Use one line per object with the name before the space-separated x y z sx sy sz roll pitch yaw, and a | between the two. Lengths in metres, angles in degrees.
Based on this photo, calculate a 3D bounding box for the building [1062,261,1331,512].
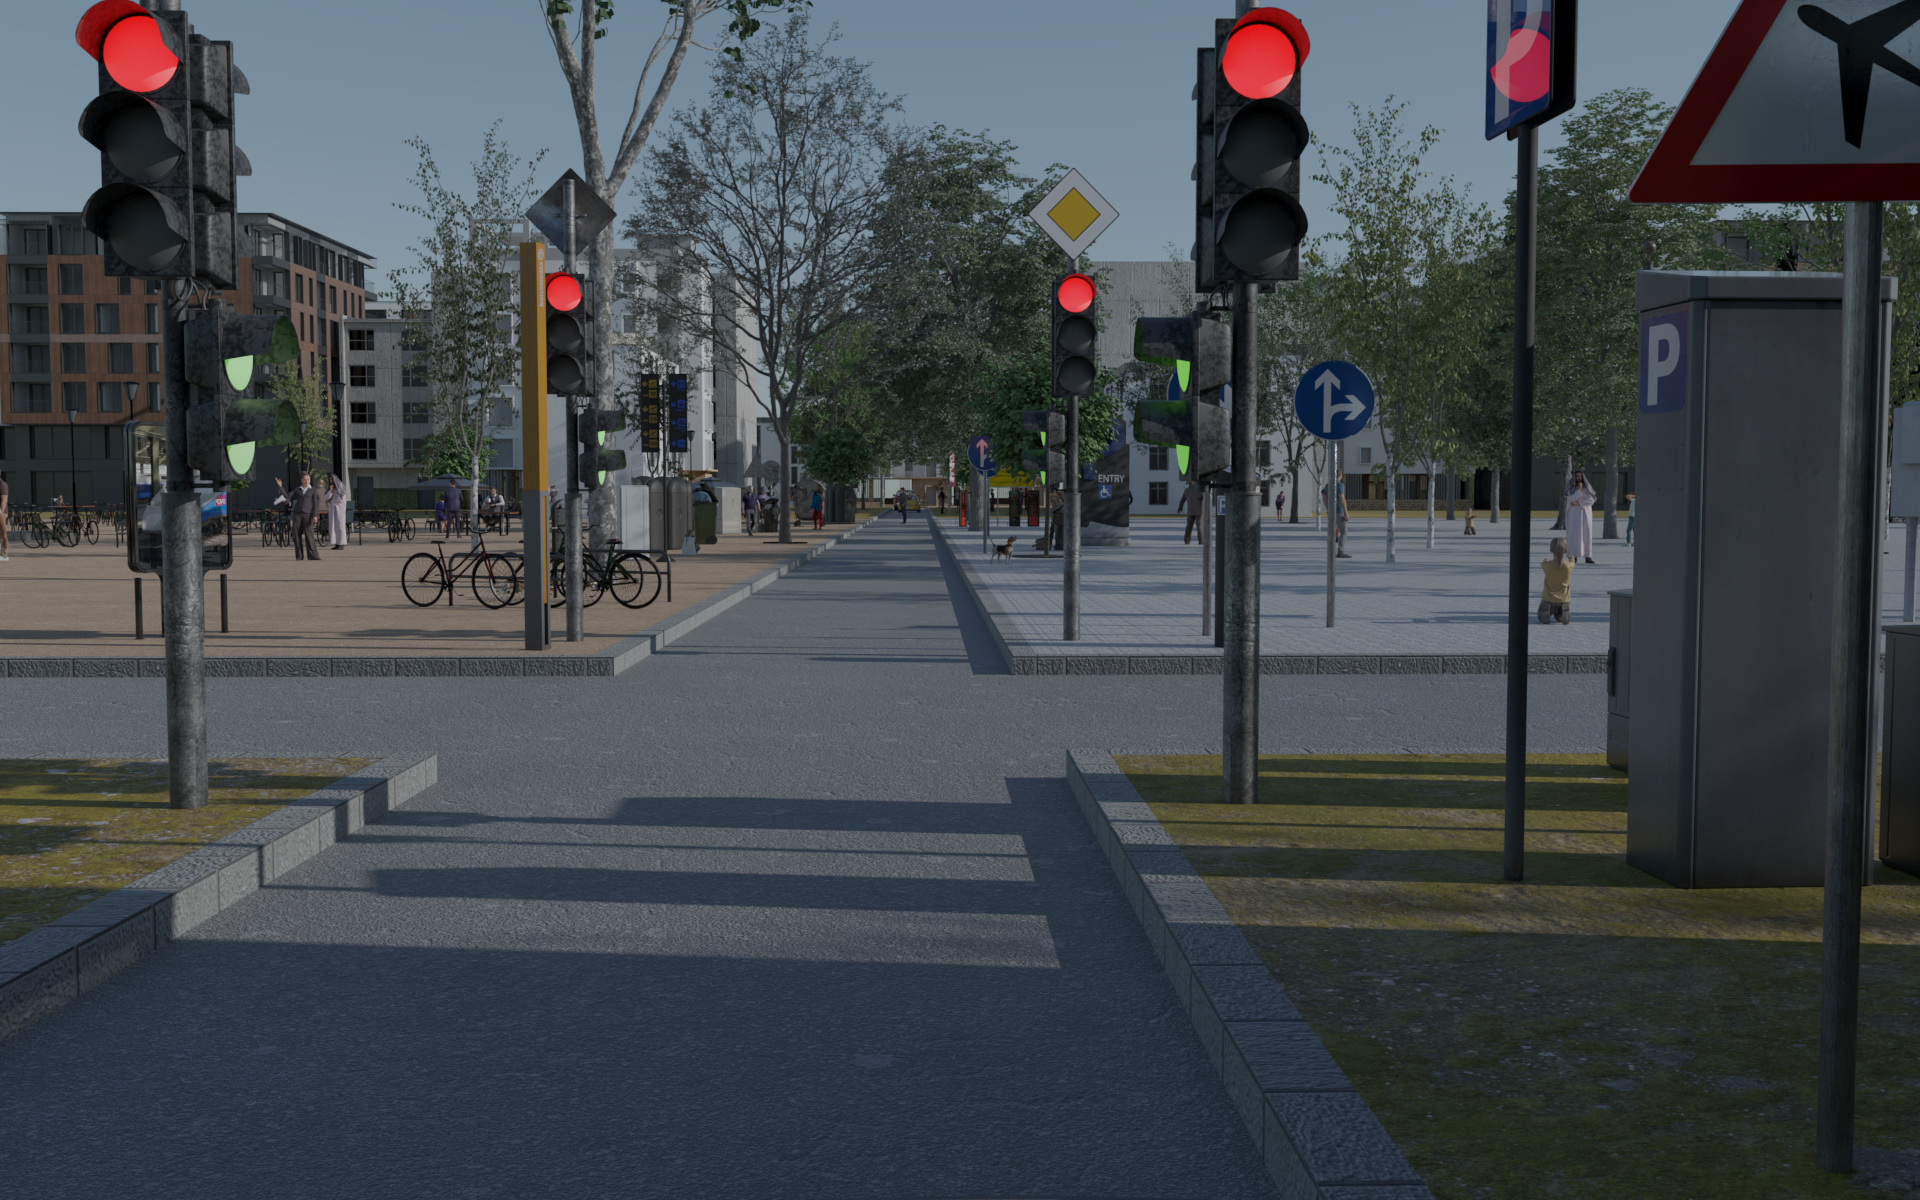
building | 17.985 -16.754 140.389 16.747 18.905 31.486 0 4 -1

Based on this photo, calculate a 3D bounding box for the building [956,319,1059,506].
building | 4.832 -20.569 192.725 11.380 20.091 16.016 0 4 -1

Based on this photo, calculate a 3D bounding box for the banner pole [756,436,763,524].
banner pole | -8.689 -5.193 74.927 0.401 3.779 0.863 0 4 5

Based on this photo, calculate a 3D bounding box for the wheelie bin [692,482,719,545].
wheelie bin | -6.535 -2.214 44.109 0.693 1.594 0.980 -1 4 -20

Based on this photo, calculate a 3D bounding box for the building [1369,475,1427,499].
building | 55.249 -20.080 194.773 31.486 18.905 16.747 0 4 -1

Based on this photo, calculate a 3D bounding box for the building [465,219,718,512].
building | -25.791 -16.360 123.905 16.016 20.091 11.380 0 4 -1

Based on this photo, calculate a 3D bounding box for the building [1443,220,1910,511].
building | 59.463 -18.308 143.304 32.646 21.610 27.936 0 4 -1

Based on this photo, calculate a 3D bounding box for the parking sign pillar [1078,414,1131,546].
parking sign pillar | 3.564 -3.354 43.312 1.447 3.967 1.447 -1 4 -14

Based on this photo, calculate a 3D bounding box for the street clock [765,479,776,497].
street clock | -7.195 -3.744 65.786 0.358 2.002 0.471 -3 4 -37

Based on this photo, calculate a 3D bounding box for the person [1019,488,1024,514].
person | 4.029 -6.404 111.556 0.445 1.727 0.742 -2 4 -28

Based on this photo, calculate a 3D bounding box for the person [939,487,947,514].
person | -1.057 -6.442 112.199 0.721 1.723 1.217 1 4 19

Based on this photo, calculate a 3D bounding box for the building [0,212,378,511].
building | -66.432 -18.077 139.536 32.646 21.610 27.936 0 4 -1

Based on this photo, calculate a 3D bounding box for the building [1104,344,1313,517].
building | 15.077 -10.320 110.872 9.099 9.664 28.070 0 4 -1

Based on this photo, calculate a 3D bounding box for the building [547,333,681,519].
building | -21.314 -9.916 104.280 9.099 9.664 28.070 0 4 -1

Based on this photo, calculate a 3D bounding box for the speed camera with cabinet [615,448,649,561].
speed camera with cabinet | -6.619 -2.424 33.971 0.660 3.252 2.038 -2 4 -24

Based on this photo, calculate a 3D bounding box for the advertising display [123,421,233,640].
advertising display | -7.016 -0.635 15.592 0.123 1.923 0.974 2 4 32

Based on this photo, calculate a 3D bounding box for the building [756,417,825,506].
building | -27.072 -15.135 189.602 28.070 9.664 9.099 0 4 -1

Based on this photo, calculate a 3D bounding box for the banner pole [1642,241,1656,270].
banner pole | 6.918 -1.680 17.478 0.401 3.779 0.863 2 4 23

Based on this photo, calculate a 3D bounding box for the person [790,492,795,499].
person | -12.109 -7.475 128.982 1.217 1.735 0.721 2 4 24

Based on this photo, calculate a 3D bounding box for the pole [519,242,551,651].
pole | -3.475 -1.243 14.164 0.158 3.312 0.155 0 3 0

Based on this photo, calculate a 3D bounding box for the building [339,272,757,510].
building | -33.832 -17.144 146.759 31.486 18.905 16.747 0 4 -1

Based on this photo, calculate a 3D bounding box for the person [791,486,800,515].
person | -9.966 -6.149 106.561 0.705 1.826 1.348 2 4 28

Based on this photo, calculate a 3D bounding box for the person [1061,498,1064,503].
person | 7.520 -7.294 128.494 0.628 1.438 0.799 0 4 0

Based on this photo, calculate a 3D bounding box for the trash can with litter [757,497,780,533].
trash can with litter | -6.484 -2.839 57.806 0.624 1.170 1.055 -3 5 -41

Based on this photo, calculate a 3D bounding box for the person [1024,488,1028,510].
person | 5.168 -8.000 136.807 0.705 1.831 1.348 1 4 11

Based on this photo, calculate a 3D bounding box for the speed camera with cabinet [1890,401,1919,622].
speed camera with cabinet | 9.969 -1.359 16.562 0.660 3.252 2.038 -1 4 -19

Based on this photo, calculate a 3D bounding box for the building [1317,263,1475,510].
building | 36.495 -17.887 148.875 11.380 20.091 16.016 0 4 -1

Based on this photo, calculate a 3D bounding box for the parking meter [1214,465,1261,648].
parking meter | 2.329 -0.374 14.533 0.372 1.533 0.369 0 3 0

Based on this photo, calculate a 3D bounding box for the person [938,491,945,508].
person | -1.713 -9.388 159.404 0.709 1.838 0.599 0 4 -7

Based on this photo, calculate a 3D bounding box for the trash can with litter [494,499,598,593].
trash can with litter | -5.648 -0.753 23.368 1.678 1.210 2.233 1 4 20

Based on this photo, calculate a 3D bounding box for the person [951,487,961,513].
person | -0.124 -6.639 115.378 1.217 1.735 0.721 3 4 37

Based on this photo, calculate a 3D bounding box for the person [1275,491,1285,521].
person | 15.120 -4.430 81.706 0.421 1.427 0.697 0 4 -4

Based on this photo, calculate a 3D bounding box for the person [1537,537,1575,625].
person | 5.944 -0.201 17.258 0.347 0.859 0.695 1 4 18

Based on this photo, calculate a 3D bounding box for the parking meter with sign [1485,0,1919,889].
parking meter with sign | 2.667 -0.579 5.729 1.738 3.016 0.543 0 4 -4

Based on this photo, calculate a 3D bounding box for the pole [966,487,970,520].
pole | 0.389 -5.628 85.863 0.158 3.312 0.155 0 3 0

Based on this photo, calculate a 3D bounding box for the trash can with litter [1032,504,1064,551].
trash can with litter | 2.148 -1.714 39.403 1.055 1.170 0.624 1 4 19

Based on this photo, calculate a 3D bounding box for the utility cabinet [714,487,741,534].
utility cabinet | -7.431 -2.865 55.527 0.318 1.500 1.173 1 4 23

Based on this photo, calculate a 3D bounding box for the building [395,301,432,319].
building | -69.012 -21.611 197.317 32.646 21.610 27.936 0 4 -1

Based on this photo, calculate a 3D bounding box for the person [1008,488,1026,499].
person | 4.024 -7.123 122.593 1.348 1.812 0.705 0 4 2

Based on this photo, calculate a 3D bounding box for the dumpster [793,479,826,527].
dumpster | -5.970 -3.849 68.688 1.264 1.857 1.865 0 4 -1

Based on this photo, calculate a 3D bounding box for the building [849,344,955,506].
building | -6.709 -20.565 192.665 11.380 20.091 16.016 0 4 -1

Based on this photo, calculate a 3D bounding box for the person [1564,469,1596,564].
person | 11.451 -1.550 32.062 0.551 1.740 0.621 -1 4 -8

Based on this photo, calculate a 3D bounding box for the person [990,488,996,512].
person | 2.381 -7.264 125.610 0.445 1.727 0.742 0 4 -2
